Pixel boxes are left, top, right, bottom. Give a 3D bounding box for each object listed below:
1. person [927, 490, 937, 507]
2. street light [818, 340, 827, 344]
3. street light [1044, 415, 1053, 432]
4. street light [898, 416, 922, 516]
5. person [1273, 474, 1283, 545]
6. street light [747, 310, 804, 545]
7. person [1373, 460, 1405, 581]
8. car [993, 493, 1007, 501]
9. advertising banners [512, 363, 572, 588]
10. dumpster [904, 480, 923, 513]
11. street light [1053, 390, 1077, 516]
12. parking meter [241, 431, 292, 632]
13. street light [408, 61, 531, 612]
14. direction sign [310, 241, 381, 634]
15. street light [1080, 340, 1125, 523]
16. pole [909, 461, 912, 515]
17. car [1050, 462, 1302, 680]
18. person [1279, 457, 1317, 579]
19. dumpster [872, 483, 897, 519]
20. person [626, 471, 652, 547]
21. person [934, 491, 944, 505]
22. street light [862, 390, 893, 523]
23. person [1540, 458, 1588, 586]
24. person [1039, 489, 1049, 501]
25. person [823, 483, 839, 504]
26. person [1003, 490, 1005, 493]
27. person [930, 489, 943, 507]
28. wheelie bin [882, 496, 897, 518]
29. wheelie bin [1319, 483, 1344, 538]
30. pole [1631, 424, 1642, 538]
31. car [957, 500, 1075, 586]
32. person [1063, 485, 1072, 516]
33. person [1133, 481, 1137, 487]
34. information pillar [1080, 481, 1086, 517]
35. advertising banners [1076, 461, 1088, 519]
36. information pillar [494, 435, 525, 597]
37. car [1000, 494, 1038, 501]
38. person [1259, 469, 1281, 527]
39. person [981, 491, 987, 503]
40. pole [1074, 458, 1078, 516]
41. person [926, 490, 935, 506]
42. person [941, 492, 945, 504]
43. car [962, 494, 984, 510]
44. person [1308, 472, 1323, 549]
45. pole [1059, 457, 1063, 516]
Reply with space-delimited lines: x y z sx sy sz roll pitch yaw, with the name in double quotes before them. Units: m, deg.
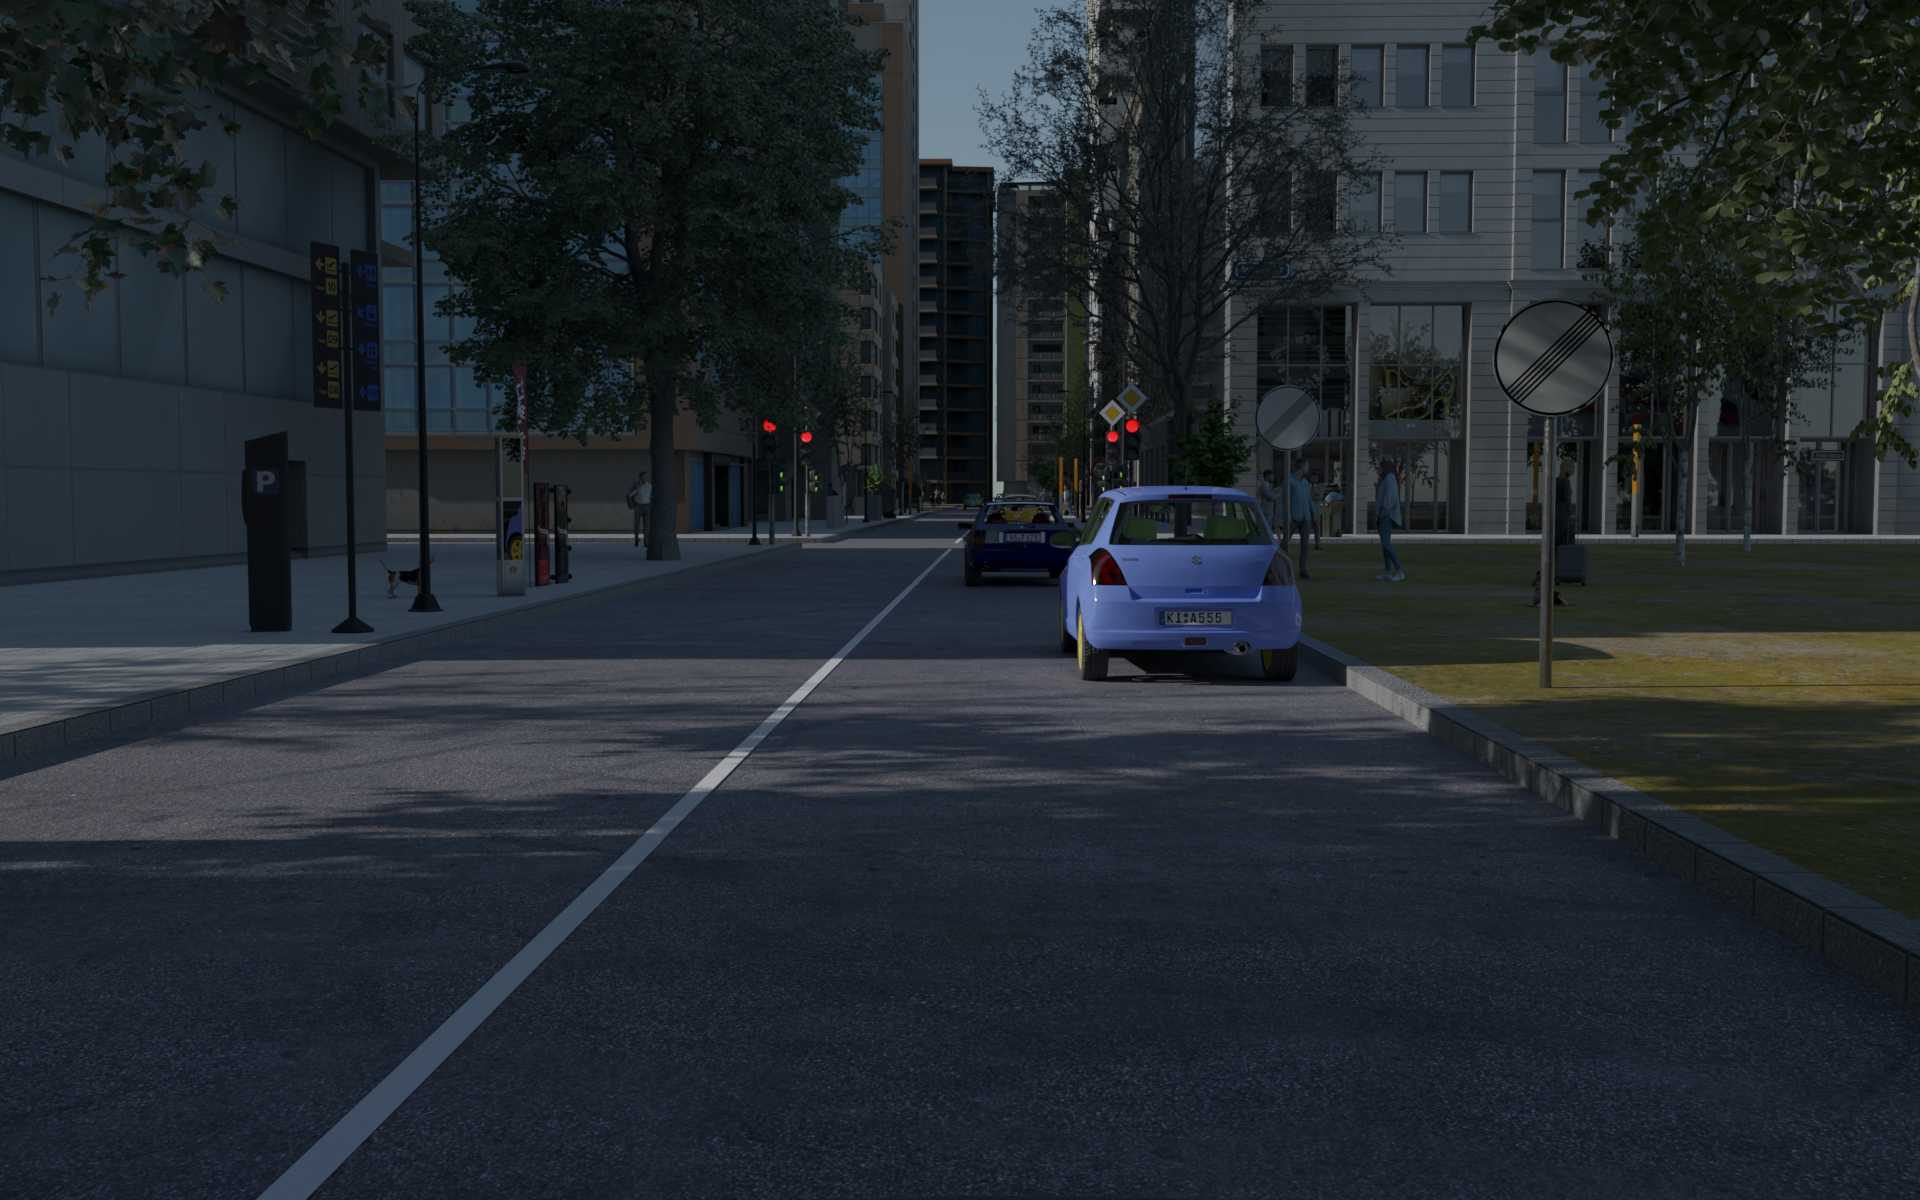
"person" -2.676 -9.828 167.452 1.217 1.735 0.721 3 5 43
"street light" -4.419 -4.885 52.404 1.470 5.913 1.316 0 4 2
"street light" 5.760 -7.911 101.890 1.470 5.913 1.316 0 4 2
"street light" -2.985 -7.984 103.085 1.470 5.913 1.316 0 4 2
"person" 7.325 -1.986 39.259 0.466 1.731 0.760 0 4 4
"street light" -4.633 -4.335 43.418 1.470 5.913 1.316 0 4 2
"person" 6.398 -1.194 25.827 0.793 1.790 0.793 -2 4 -26
"car" 4.026 -9.341 162.311 1.945 1.707 3.694 0 4 2
"advertising banners" -5.825 -1.709 24.133 0.090 3.025 2.074 0 4 7
"dumpster" -3.270 -7.021 117.286 1.502 2.255 1.985 0 4 2
"street light" 5.002 -6.403 77.226 1.470 5.913 1.316 0 4 2
"parking meter" -6.472 -0.639 16.163 0.399 1.863 0.255 -1 4 -16
"street light" -5.306 -2.826 18.752 1.470 5.913 1.316 0 4 2
"direction sign" -5.646 -1.468 16.001 0.379 3.537 0.876 1 4 20
"street light" 4.426 -4.890 52.492 1.470 5.913 1.316 0 4 2
"pole" -3.083 -6.942 107.338 0.158 3.312 0.155 0 3 0
"car" 1.746 -0.307 14.609 1.945 1.707 3.694 0 4 0
"person" 5.120 -1.252 26.382 0.638 1.841 0.748 -1 4 -19
"dumpster" -3.972 -5.217 91.054 1.264 1.857 1.865 0 4 1
"person" -7.745 -2.191 41.967 0.679 1.850 0.850 -1 4 -20
"person" -2.453 -12.074 205.915 1.348 1.822 0.705 -1 4 -20
"street light" -3.689 -6.434 77.734 1.470 5.913 1.316 0 4 2
"person" 8.618 -1.129 24.728 0.699 1.804 1.509 1 4 22
"person" 8.739 -10.576 179.046 1.350 1.814 0.705 -1 4 -22
"person" -5.693 -4.296 76.630 0.721 1.781 0.623 0 4 3
"person" 4.271 -9.761 168.236 1.348 1.807 0.705 -1 4 -21
"person" -2.328 -10.273 174.016 1.348 1.823 0.705 1 4 9
"wheelie bin" -3.837 -5.175 92.513 0.980 1.594 0.693 0 4 2
"wheelie bin" 10.887 -2.642 51.111 0.980 1.594 0.693 3 5 43
"pole" 19.838 -3.484 50.799 0.158 3.312 0.155 0 3 0
"car" 0.933 -0.960 28.272 1.945 1.354 3.894 0 4 0
"person" 6.096 -5.700 99.216 0.713 1.824 0.794 0 4 0
"person" 6.795 -3.707 67.077 0.534 1.772 0.576 3 4 38
"information pillar" 6.833 -5.604 96.115 0.304 2.012 0.304 -1 4 -13
"advertising banners" 6.350 -5.758 90.329 0.090 3.025 2.074 -1 4 -12
"information pillar" -5.656 -1.056 21.765 0.304 2.012 0.304 -2 4 -26
"car" 2.052 -3.069 60.400 2.015 1.641 3.980 0 4 0
"person" 6.505 -1.843 36.358 0.466 1.800 0.511 0 4 6
"person" 2.437 -10.601 181.962 0.705 1.807 1.348 -3 5 -42
"pole" 6.643 -6.446 99.236 0.158 3.312 0.155 0 3 0
"person" -3.106 -11.095 188.151 1.217 1.736 0.721 1 4 9
"person" -2.071 -12.209 208.910 0.721 1.735 1.217 2 4 28
"car" 1.198 -9.044 156.669 1.959 1.807 4.718 0 4 1
"person" 8.144 -2.068 40.032 0.511 1.800 0.466 0 4 -4
"pole" 5.594 -6.235 95.784 0.158 3.312 0.155 0 3 0
